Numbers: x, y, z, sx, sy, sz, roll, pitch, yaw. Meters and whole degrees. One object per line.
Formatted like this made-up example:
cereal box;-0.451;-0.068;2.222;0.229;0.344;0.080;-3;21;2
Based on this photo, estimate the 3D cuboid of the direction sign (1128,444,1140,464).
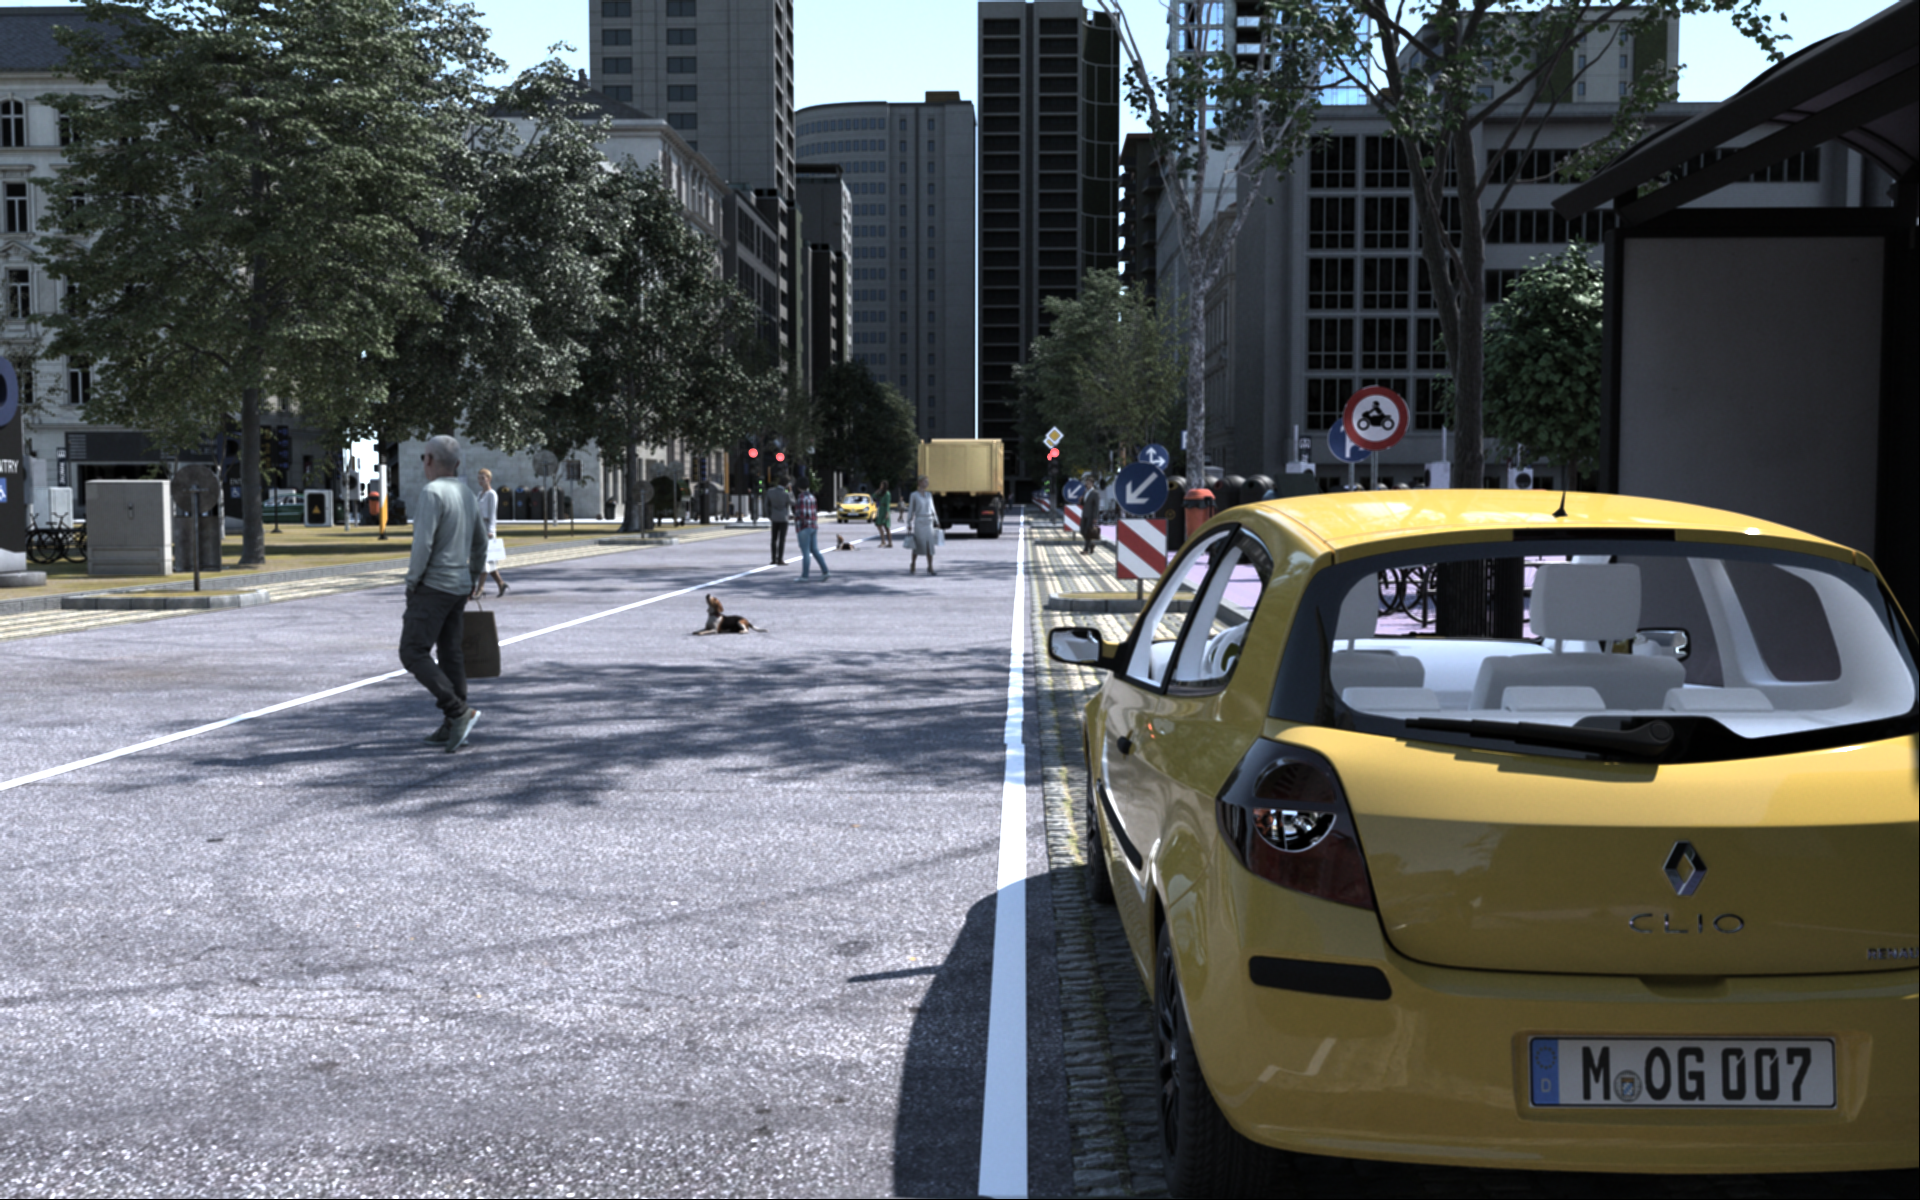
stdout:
direction sign;7.899;-5.302;78.690;0.379;3.537;0.876;-2;4;-31

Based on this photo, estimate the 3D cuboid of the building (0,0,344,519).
building;-58.733;-19.568;96.349;44.131;29.872;17.030;0;4;2

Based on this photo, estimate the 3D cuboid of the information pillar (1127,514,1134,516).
information pillar;7.121;-4.122;71.881;0.304;2.012;0.304;-1;4;-11

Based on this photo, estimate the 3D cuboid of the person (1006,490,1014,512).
person;4.039;-7.937;138.854;0.593;1.750;0.643;1;4;22

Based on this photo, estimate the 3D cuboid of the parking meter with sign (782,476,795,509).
parking meter with sign;-14.592;-9.336;148.902;1.738;3.016;0.543;-2;4;-30

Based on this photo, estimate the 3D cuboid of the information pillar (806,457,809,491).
information pillar;-9.717;-7.268;110.193;0.183;3.616;0.504;0;4;5

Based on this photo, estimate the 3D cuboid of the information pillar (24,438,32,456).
information pillar;-38.856;-4.945;72.201;0.504;3.616;0.183;1;4;19

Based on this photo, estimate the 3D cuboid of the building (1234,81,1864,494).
building;30.673;-16.772;93.291;30.058;24.678;14.314;0;4;2

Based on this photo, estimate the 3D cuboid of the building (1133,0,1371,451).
building;29.633;-52.774;175.526;22.319;86.520;31.000;0;4;2

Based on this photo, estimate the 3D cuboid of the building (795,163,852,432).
building;-20.781;-32.573;216.170;14.086;41.232;14.154;0;4;2

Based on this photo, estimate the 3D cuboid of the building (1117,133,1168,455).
building;30.150;-33.785;207.005;22.147;44.769;28.867;0;4;2

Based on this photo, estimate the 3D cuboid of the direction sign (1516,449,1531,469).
direction sign;27.625;-5.684;84.924;0.876;3.537;0.379;-1;4;-20

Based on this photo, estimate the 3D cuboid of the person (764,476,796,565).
person;-3.633;-1.604;34.911;0.592;1.802;0.473;2;4;31

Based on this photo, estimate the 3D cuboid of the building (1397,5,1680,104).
building;68.659;-40.792;208.947;28.212;58.520;21.231;0;4;2

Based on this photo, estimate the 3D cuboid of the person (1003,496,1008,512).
person;3.452;-7.443;134.473;0.640;1.303;0.475;0;4;-7

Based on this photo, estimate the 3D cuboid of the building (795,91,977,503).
building;-11.735;-43.700;256.500;28.212;58.520;21.231;0;4;2

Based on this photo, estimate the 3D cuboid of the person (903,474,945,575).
person;-0.650;-1.343;30.809;0.694;1.780;0.624;-1;4;-17

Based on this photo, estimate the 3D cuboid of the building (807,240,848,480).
building;-20.522;-26.071;197.959;14.160;30.474;14.107;0;4;2

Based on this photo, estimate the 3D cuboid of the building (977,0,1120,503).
building;13.041;-49.938;254.740;20.611;71.187;20.563;0;4;2

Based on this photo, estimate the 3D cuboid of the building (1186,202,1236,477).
building;21.535;-16.985;113.861;11.583;22.565;21.152;0;4;2

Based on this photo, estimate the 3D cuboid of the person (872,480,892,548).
person;-2.001;-2.291;46.209;0.529;1.795;0.600;-2;4;-35

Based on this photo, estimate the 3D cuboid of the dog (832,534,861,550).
dog;-2.898;-1.469;44.212;0.748;0.427;0.550;0;4;-1

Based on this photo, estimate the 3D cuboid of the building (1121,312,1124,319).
building;30.634;-29.413;252.603;14.107;30.474;14.160;0;4;2

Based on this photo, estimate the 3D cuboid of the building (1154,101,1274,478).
building;22.230;-22.115;139.065;11.434;29.767;29.804;0;4;2

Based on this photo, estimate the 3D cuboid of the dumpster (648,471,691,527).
dumpster;-11.567;-4.038;68.515;1.502;2.255;1.985;0;4;2

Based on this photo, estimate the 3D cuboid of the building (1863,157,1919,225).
building;55.573;-16.649;90.226;19.932;24.808;12.078;0;4;2

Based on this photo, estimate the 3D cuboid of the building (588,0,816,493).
building;-25.683;-45.340;179.565;20.563;71.187;20.611;0;4;2

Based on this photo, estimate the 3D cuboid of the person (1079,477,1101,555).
person;3.062;-1.977;40.783;0.622;1.834;0.822;3;4;39

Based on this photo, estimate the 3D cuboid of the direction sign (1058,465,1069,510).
direction sign;8.114;-8.806;135.975;0.876;3.537;0.379;-1;4;-20

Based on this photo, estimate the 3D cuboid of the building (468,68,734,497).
building;-23.973;-20.148;116.813;14.401;28.519;23.554;0;4;2

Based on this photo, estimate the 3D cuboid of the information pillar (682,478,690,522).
information pillar;-12.804;-4.675;80.927;0.304;2.012;0.304;-2;4;-24

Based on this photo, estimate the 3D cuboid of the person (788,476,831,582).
person;-2.469;-1.157;28.255;0.643;1.720;0.563;1;4;22

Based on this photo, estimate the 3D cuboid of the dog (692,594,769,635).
dog;-2.355;0.145;17.814;0.748;0.427;0.550;0;4;1

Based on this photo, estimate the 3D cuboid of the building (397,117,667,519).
building;-23.292;-14.793;96.615;10.420;20.320;16.860;0;4;2

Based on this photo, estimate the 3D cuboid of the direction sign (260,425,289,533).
direction sign;-22.592;-3.985;57.146;0.876;3.537;0.379;-1;4;-13

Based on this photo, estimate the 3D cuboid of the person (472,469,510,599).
person;-6.461;-0.913;23.776;0.624;1.780;0.694;-2;4;-30

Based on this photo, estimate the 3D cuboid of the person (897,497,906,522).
person;-2.948;-4.575;87.577;0.475;1.303;0.640;-3;5;-41

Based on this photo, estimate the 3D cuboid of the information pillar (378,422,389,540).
information pillar;-16.246;-3.509;48.721;0.183;3.616;0.504;0;4;-1

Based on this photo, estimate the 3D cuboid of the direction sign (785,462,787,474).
direction sign;-12.270;-7.938;121.789;0.379;3.537;0.876;1;4;9

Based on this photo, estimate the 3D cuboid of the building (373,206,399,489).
building;-64.567;-34.724;217.843;14.200;45.320;14.600;0;4;2

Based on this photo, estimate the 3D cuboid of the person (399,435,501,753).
person;-2.884;-0.058;9.934;0.515;1.767;0.782;1;4;12

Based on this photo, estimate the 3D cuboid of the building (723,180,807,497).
building;-22.664;-23.943;163.162;14.160;30.474;14.107;0;4;2

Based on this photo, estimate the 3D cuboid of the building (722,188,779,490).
building;-23.286;-21.227;140.566;14.314;27.812;24.014;0;4;2

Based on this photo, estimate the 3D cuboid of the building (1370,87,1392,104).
building;52.719;-43.567;254.311;28.212;58.520;21.231;0;4;2

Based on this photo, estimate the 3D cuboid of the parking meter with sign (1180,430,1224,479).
parking meter with sign;6.877;-3.136;47.537;1.738;3.016;0.543;-2;4;-34

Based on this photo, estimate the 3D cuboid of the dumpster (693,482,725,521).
dumpster;-11.960;-4.686;82.373;1.264;1.857;1.865;0;4;2

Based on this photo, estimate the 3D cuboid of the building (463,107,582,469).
building;-61.430;-43.800;258.121;28.212;58.520;21.231;0;4;2

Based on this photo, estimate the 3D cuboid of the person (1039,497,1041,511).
person;6.442;-7.775;135.809;0.537;1.800;0.526;2;4;35

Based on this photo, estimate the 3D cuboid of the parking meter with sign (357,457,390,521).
parking meter with sign;-27.698;-5.269;82.403;1.738;3.016;0.543;-1;4;-9
